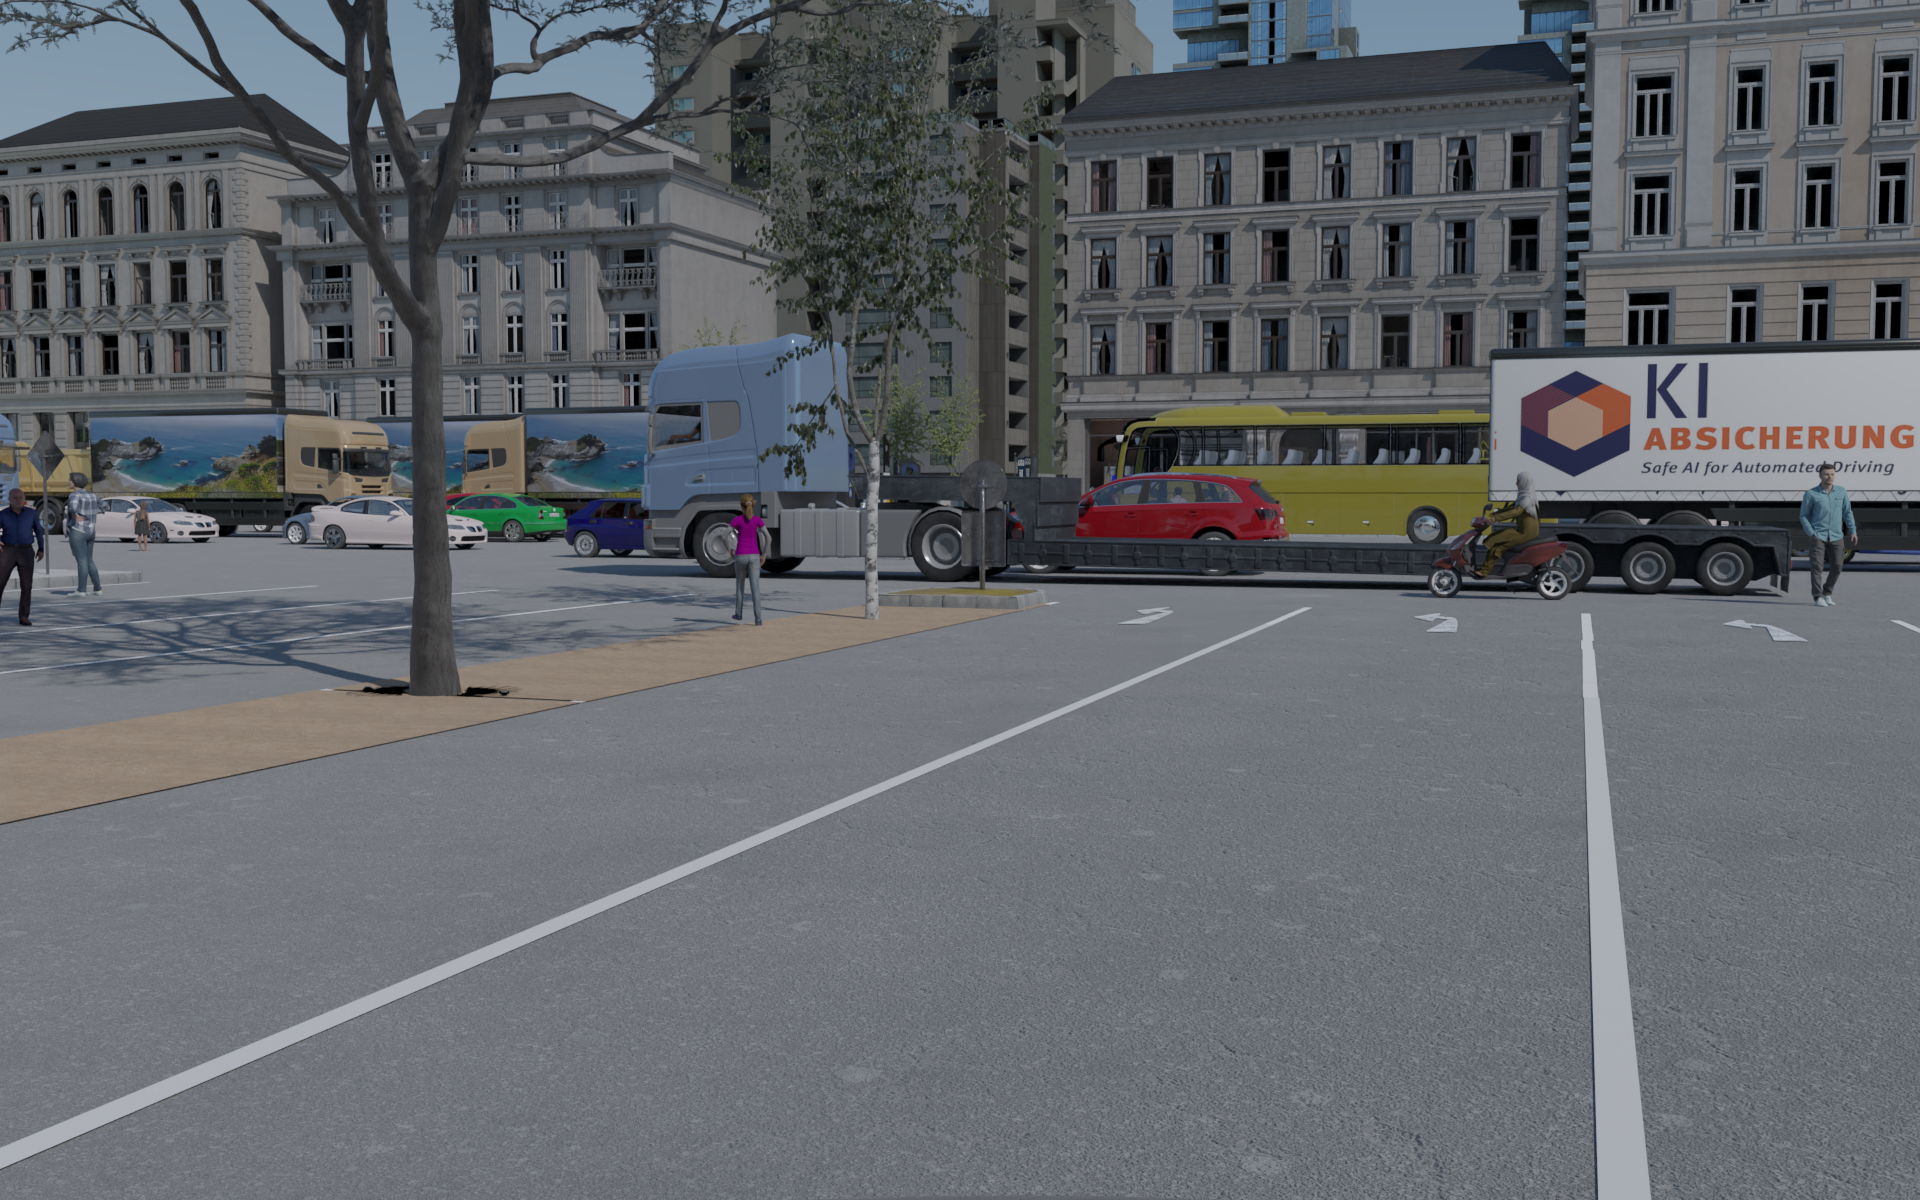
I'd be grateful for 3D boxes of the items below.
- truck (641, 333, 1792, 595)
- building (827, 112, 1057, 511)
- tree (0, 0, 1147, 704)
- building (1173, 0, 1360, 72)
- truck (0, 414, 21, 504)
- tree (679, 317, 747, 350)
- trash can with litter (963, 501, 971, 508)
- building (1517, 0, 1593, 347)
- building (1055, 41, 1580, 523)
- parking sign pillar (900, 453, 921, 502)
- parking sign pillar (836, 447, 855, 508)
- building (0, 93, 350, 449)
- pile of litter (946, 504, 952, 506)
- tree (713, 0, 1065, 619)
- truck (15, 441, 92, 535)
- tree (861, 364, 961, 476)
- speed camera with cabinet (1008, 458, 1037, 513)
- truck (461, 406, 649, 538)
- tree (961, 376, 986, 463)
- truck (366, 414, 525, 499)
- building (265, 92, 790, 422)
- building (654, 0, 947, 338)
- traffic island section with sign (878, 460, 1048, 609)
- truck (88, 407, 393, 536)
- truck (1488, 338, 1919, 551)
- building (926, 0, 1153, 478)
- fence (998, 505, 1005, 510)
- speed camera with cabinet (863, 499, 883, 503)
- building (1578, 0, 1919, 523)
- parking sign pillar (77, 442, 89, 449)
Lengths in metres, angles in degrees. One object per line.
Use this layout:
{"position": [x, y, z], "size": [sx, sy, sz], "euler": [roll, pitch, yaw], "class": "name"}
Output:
{"position": [3.031, -2.342, 28.046], "size": [18.799, 4.110, 2.967], "euler": [1, 4, 19], "class": "truck"}
{"position": [-1.185, -22.219, 134.988], "size": [14.160, 30.474, 14.107], "euler": [1, 4, 20], "class": "building"}
{"position": [-3.766, -6.053, 11.794], "size": [12.009, 13.543, 11.850], "euler": [0, 3, 0], "class": "tree"}
{"position": [42.348, -56.838, 241.971], "size": [31.000, 86.520, 22.319], "euler": [1, 4, 20], "class": "building"}
{"position": [-36.927, -3.937, 54.125], "size": [18.799, 4.110, 2.967], "euler": [1, 4, 19], "class": "truck"}
{"position": [-9.772, -7.477, 72.618], "size": [4.737, 8.622, 4.395], "euler": [0, 3, 0], "class": "tree"}
{"position": [0.221, -4.961, 92.501], "size": [1.055, 1.170, 0.624], "euler": [1, 4, 18], "class": "trash can with litter"}
{"position": [85.202, -55.930, 227.121], "size": [31.000, 86.520, 22.319], "euler": [1, 4, 20], "class": "building"}
{"position": [7.514, -14.104, 81.515], "size": [40.483, 20.767, 10.553], "euler": [1, 4, 20], "class": "building"}
{"position": [-3.138, -7.417, 109.737], "size": [1.447, 3.967, 1.447], "euler": [0, 4, -3], "class": "parking sign pillar"}
{"position": [-4.700, -5.065, 71.278], "size": [1.447, 3.967, 1.447], "euler": [1, 4, 14], "class": "parking sign pillar"}
{"position": [-44.928, -16.524, 99.043], "size": [19.941, 23.489, 11.050], "euler": [1, 4, 20], "class": "building"}
{"position": [-0.563, -3.650, 73.646], "size": [1.719, 0.858, 1.176], "euler": [0, 4, 1], "class": "pile of litter"}
{"position": [-0.942, -4.092, 19.717], "size": [4.360, 8.622, 3.978], "euler": [0, 3, 0], "class": "tree"}
{"position": [-33.611, -4.055, 62.223], "size": [9.791, 3.379, 3.469], "euler": [1, 4, 20], "class": "truck"}
{"position": [-3.199, -8.814, 94.475], "size": [4.737, 8.622, 4.395], "euler": [0, 3, 0], "class": "tree"}
{"position": [3.496, -6.121, 94.408], "size": [0.660, 3.252, 2.038], "euler": [-3, 5, -43], "class": "speed camera with cabinet"}
{"position": [-11.615, -4.153, 56.809], "size": [11.283, 4.237, 2.839], "euler": [1, 4, 21], "class": "truck"}
{"position": [-0.474, -9.367, 103.512], "size": [4.737, 8.622, 4.395], "euler": [0, 3, 0], "class": "tree"}
{"position": [-15.951, -4.483, 62.208], "size": [11.283, 4.237, 2.839], "euler": [1, 4, 21], "class": "truck"}
{"position": [-22.854, -15.365, 93.018], "size": [24.055, 21.916, 13.314], "euler": [1, 4, 20], "class": "building"}
{"position": [-15.315, -33.394, 169.689], "size": [21.600, 48.544, 21.300], "euler": [1, 4, 20], "class": "building"}
{"position": [0.101, -0.886, 22.630], "size": [2.006, 1.907, 1.989], "euler": [1, 4, 20], "class": "traffic island section with sign"}
{"position": [-23.757, -4.219, 57.902], "size": [11.283, 4.237, 2.839], "euler": [1, 4, 19], "class": "truck"}
{"position": [15.899, -2.686, 32.823], "size": [11.283, 4.237, 2.839], "euler": [1, 4, 18], "class": "truck"}
{"position": [5.367, -33.009, 163.392], "size": [21.600, 48.544, 21.300], "euler": [1, 4, 20], "class": "building"}
{"position": [1.777, -4.968, 96.608], "size": [2.069, 0.683, 0.278], "euler": [-3, 5, -43], "class": "fence"}
{"position": [-5.397, -7.381, 115.012], "size": [2.038, 3.252, 0.660], "euler": [-2, 4, -31], "class": "speed camera with cabinet"}
{"position": [36.371, -17.498, 72.003], "size": [20.117, 28.700, 13.634], "euler": [1, 4, 20], "class": "building"}
{"position": [-45.345, -6.135, 88.781], "size": [1.447, 3.967, 1.447], "euler": [-3, 5, -43], "class": "parking sign pillar"}
